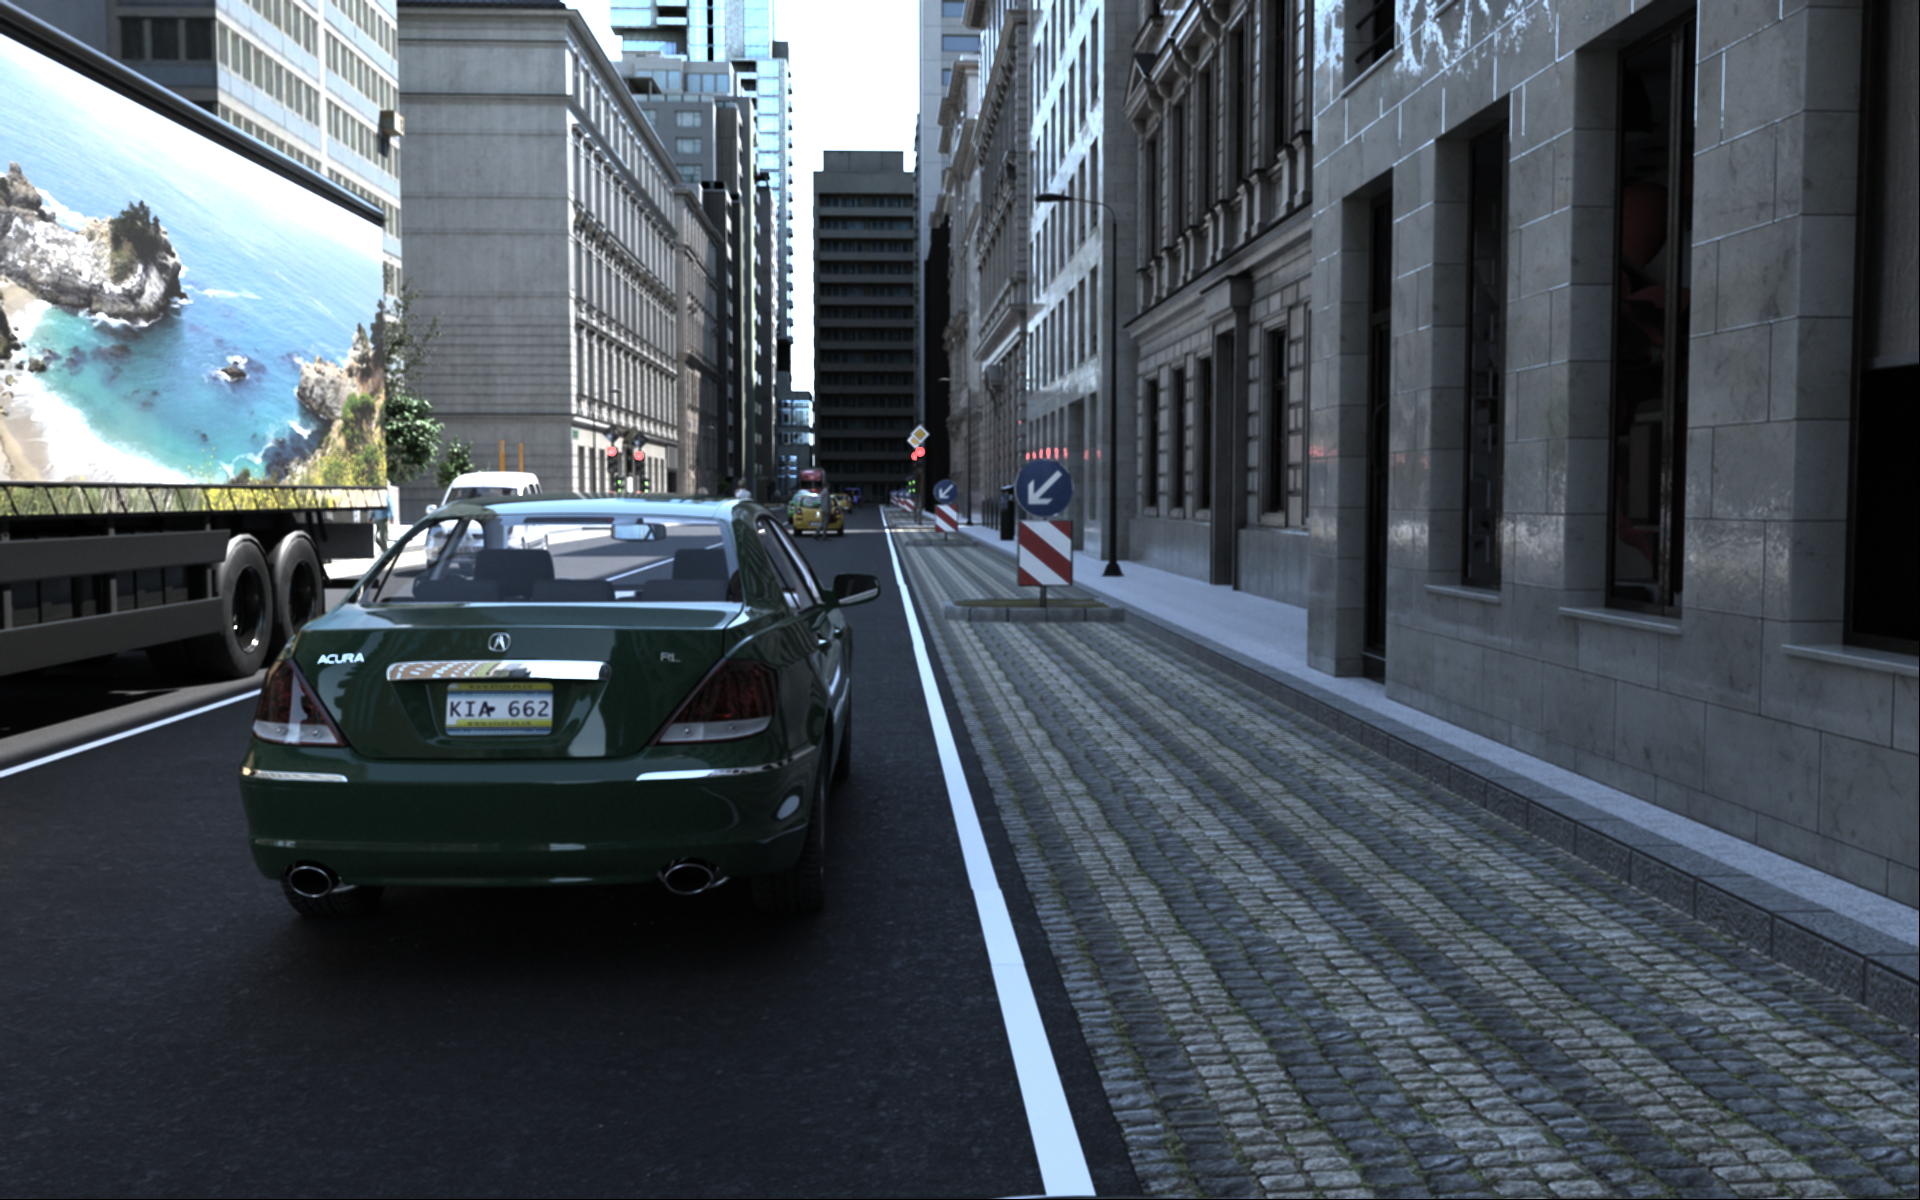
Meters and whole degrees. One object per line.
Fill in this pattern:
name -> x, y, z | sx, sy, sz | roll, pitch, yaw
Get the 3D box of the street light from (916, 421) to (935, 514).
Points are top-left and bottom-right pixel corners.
street light -> -2.129, -8.427, 110.320 | 1.470, 5.913, 1.316 | 0, 4, -3

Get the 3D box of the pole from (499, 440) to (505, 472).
pole -> -17.128, -4.344, 64.872 | 0.158, 3.312, 0.155 | 0, 3, 0

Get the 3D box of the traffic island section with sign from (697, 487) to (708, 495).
traffic island section with sign -> -15.166, -5.728, 102.278 | 1.989, 1.847, 2.006 | 0, 4, -3

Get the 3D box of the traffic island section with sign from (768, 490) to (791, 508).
traffic island section with sign -> -18.855, -10.437, 179.264 | 1.989, 1.847, 2.006 | 0, 4, -3

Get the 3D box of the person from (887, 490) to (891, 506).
person -> -7.630, -10.813, 185.312 | 0.705, 1.821, 1.348 | -1, 4, -18

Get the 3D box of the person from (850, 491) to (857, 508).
person -> -11.121, -10.385, 178.820 | 1.217, 1.766, 0.721 | -1, 4, -14

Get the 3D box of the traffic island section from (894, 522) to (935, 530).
traffic island section -> -1.592, -2.923, 70.074 | 2.009, 0.180, 2.903 | 0, 4, -3

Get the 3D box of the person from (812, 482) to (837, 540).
person -> -4.174, -2.773, 53.954 | 0.853, 1.813, 0.709 | -2, 4, -25

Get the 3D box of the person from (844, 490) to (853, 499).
person -> -10.559, -9.308, 160.651 | 1.348, 1.831, 0.705 | 1, 4, 8

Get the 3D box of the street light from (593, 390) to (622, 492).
street light -> -15.740, -6.398, 77.154 | 1.470, 5.913, 1.316 | 0, 4, -3

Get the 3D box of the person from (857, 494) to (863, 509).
person -> -9.753, -9.670, 169.833 | 0.421, 1.427, 0.697 | -3, 4, -38

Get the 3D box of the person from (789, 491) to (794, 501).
person -> -18.754, -11.255, 193.230 | 0.721, 1.736, 1.217 | 2, 4, 25

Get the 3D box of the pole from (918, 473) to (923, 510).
pole -> -3.042, -8.835, 138.292 | 0.158, 3.312, 0.155 | 0, 3, 0

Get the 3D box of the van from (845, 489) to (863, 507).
van -> -12.017, -11.647, 194.808 | 2.240, 2.365, 5.245 | 0, 4, -2

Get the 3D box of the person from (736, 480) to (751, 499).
person -> -5.542, -2.185, 44.449 | 0.478, 1.798, 0.641 | -2, 4, -25

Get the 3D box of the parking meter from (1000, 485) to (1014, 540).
parking meter -> 1.313, -2.433, 48.183 | 0.372, 1.533, 0.369 | 0, 3, 0

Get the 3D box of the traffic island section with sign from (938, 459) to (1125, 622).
traffic island section with sign -> 0.802, -0.706, 20.170 | 1.989, 1.847, 2.006 | 0, 4, -3

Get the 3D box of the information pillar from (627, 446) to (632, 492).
information pillar -> -16.292, -5.751, 85.386 | 0.183, 3.616, 0.504 | 1, 4, 11

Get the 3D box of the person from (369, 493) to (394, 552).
person -> -12.160, -1.688, 36.445 | 0.444, 1.785, 0.601 | -3, 5, -42

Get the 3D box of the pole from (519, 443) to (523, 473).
pole -> -17.573, -4.622, 69.410 | 0.158, 3.312, 0.155 | 0, 3, 0

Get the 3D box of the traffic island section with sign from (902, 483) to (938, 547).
traffic island section with sign -> -0.520, -2.394, 47.764 | 1.989, 1.847, 2.006 | 0, 4, -3

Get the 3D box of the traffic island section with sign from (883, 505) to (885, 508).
traffic island section with sign -> -6.839, -10.463, 179.689 | 1.989, 1.847, 2.006 | 0, 4, -3

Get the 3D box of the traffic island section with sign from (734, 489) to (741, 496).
traffic island section with sign -> -16.467, -7.380, 129.283 | 1.989, 1.847, 2.006 | 0, 4, -3

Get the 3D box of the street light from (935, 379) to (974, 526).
street light -> -0.155, -5.951, 69.834 | 1.470, 5.913, 1.316 | 0, 4, -3

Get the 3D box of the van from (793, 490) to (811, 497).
van -> -15.589, -10.134, 172.710 | 2.013, 2.044, 4.112 | 0, 4, -4

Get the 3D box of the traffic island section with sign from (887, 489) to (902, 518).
traffic island section with sign -> -3.148, -5.749, 102.621 | 1.989, 1.847, 2.006 | 0, 4, -3

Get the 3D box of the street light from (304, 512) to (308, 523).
street light -> -13.844, -4.005, 38.017 | 1.470, 5.913, 1.316 | 0, 4, -3

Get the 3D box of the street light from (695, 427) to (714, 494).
street light -> -17.746, -9.022, 120.049 | 1.470, 5.913, 1.316 | 0, 4, -3

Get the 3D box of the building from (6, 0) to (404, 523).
building -> -30.356, -22.007, 51.704 | 23.993, 40.220, 32.217 | 0, 4, -3

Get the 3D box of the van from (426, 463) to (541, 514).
van -> -8.713, -1.531, 32.048 | 2.013, 2.044, 4.112 | 0, 4, -5

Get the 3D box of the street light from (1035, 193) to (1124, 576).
street light -> 1.854, -3.327, 26.945 | 1.470, 5.913, 1.316 | 0, 4, -3

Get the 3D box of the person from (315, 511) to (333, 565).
person -> -12.972, -1.640, 35.119 | 0.447, 1.846, 0.655 | 0, 4, -3

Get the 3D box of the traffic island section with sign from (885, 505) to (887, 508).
traffic island section with sign -> -4.447, -7.406, 129.721 | 1.989, 1.847, 2.006 | 0, 4, -3
